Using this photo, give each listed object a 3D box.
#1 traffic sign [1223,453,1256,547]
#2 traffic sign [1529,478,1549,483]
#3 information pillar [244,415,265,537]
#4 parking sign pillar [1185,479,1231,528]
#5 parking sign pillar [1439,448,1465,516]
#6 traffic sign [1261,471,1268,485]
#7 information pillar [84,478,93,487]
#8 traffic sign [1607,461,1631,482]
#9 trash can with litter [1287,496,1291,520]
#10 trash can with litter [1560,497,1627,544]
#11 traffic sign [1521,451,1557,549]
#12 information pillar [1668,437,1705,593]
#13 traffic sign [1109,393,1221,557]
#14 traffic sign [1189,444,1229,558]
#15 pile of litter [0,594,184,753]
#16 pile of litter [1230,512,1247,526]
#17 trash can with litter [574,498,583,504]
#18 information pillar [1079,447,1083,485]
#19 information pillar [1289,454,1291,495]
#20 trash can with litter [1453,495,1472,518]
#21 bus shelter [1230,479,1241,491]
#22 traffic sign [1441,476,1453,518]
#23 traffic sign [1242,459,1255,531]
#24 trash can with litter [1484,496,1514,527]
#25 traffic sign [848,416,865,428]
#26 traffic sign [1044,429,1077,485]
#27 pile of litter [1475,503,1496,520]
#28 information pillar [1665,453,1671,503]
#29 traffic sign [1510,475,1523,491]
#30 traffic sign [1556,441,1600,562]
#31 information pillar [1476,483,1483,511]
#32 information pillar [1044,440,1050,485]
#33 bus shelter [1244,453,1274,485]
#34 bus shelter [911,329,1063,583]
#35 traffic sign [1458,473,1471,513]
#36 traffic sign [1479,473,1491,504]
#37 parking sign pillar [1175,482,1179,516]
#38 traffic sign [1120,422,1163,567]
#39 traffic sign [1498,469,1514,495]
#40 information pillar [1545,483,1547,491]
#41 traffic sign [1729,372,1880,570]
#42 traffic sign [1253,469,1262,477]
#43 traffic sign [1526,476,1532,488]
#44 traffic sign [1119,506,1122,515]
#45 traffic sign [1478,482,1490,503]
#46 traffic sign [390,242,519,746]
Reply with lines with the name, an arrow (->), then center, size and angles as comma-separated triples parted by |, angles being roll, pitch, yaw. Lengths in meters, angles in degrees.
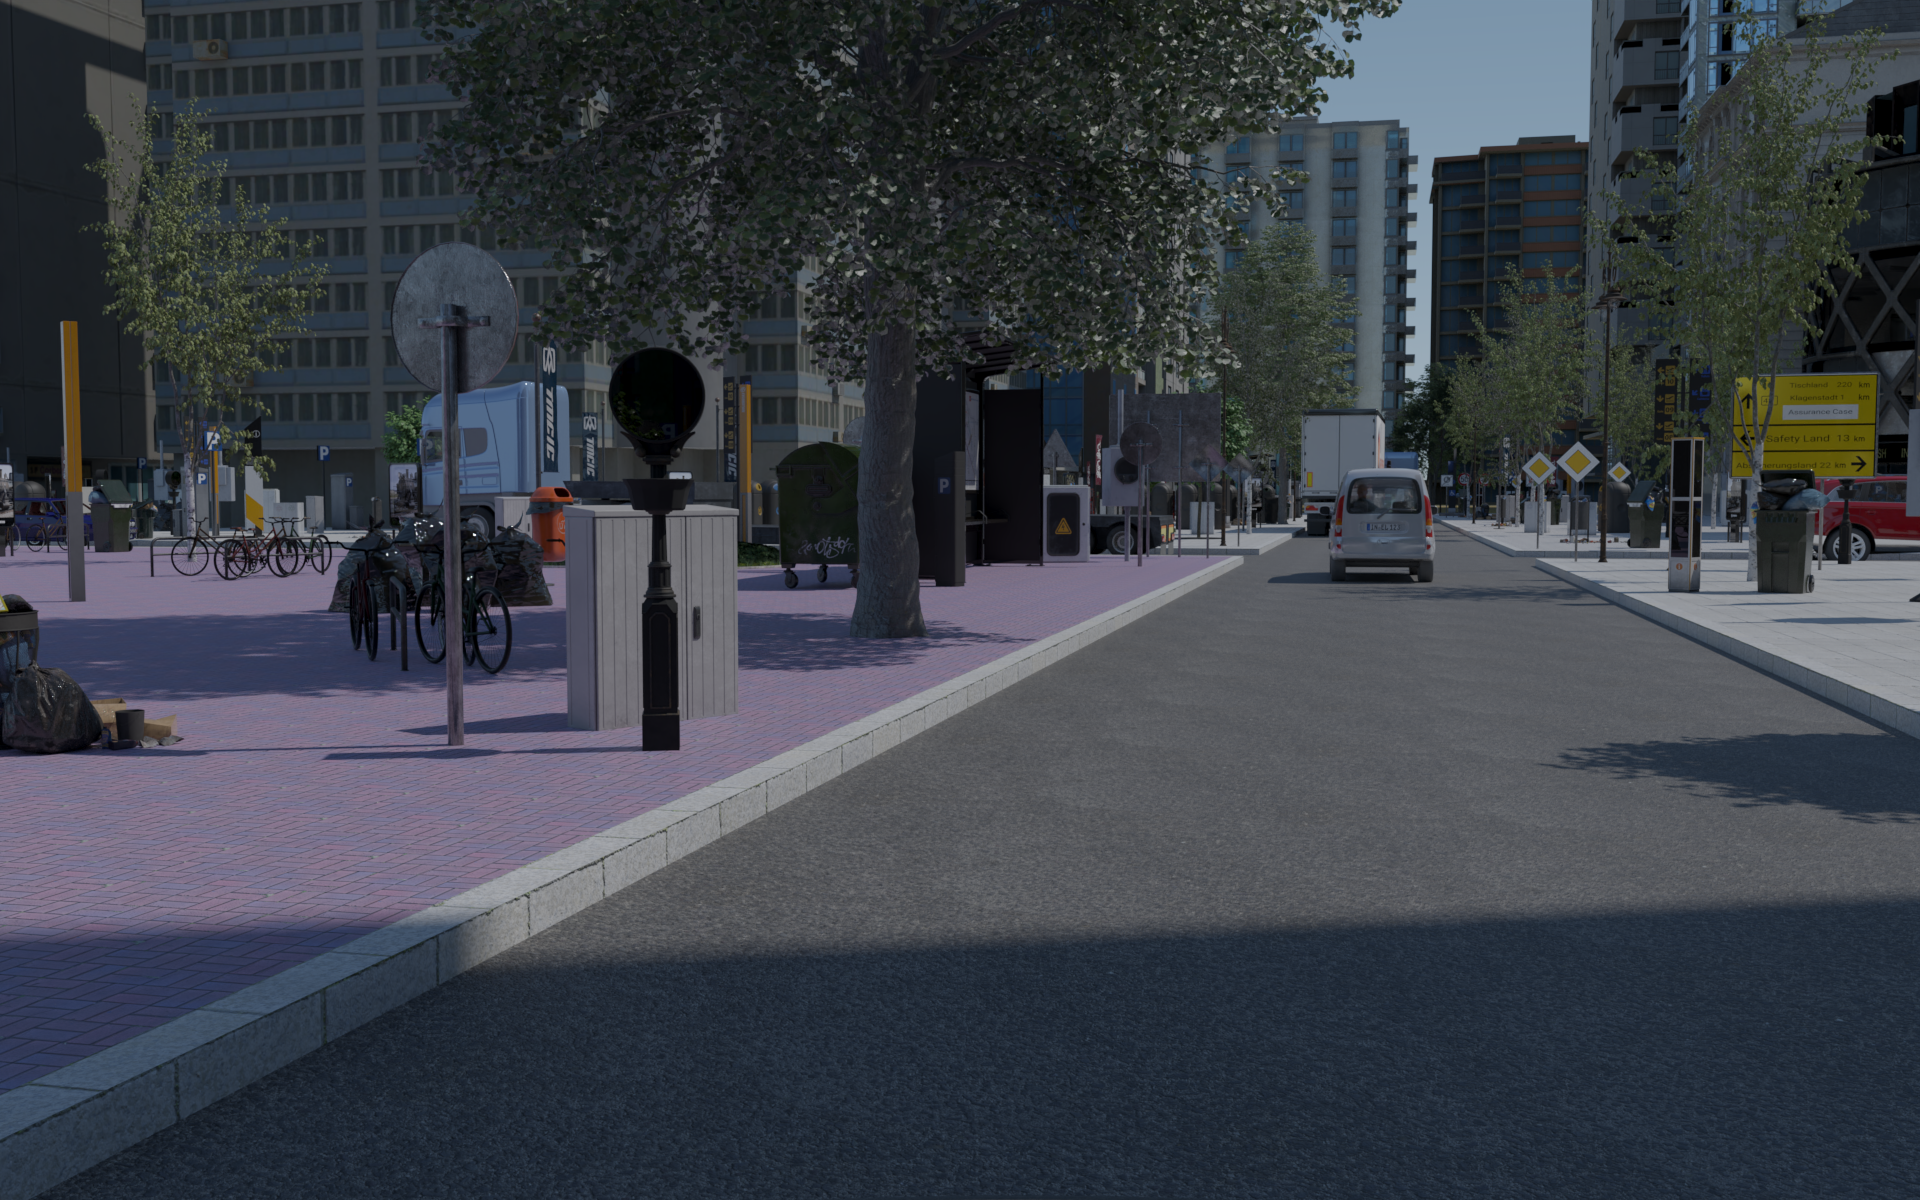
traffic sign -> 6.800, -2.359, 42.205 | 0.795, 2.450, 0.064 | 1, 4, 13
traffic sign -> 26.568, -4.863, 79.508 | 0.884, 2.594, 0.081 | 1, 4, 15
information pillar -> -20.967, -3.676, 51.459 | 0.504, 3.616, 0.183 | -2, 4, -30
parking sign pillar -> 9.460, -4.682, 65.022 | 1.447, 3.967, 1.447 | 2, 4, 25
parking sign pillar -> 28.846, -6.912, 101.480 | 1.447, 3.967, 1.447 | 1, 4, 15
traffic sign -> 16.883, -5.931, 97.081 | 0.768, 2.556, 0.104 | 1, 4, 16
information pillar -> -40.069, -4.597, 79.652 | 0.304, 2.012, 0.304 | -3, 5, -39
traffic sign -> 23.331, -3.679, 61.343 | 0.795, 2.450, 0.064 | 1, 4, 22
trash can with litter -> 15.961, -4.586, 86.365 | 1.055, 1.170, 0.624 | 0, 4, 1
trash can with litter -> 16.717, -2.110, 45.561 | 2.233, 1.210, 1.678 | -1, 4, -10
traffic sign -> 13.548, -2.259, 40.570 | 0.795, 2.450, 0.064 | 1, 4, 13
information pillar -> 9.477, -1.108, 22.613 | 0.304, 2.012, 0.304 | -3, 5, -42
traffic sign -> 4.135, -2.521, 35.097 | 2.265, 3.308, 0.079 | 1, 4, 15
traffic sign -> 4.935, -1.884, 34.440 | 0.795, 2.450, 0.064 | 1, 4, 13
pile of litter -> -4.887, 0.302, 9.021 | 1.719, 0.858, 1.176 | 2, 4, 27
pile of litter -> 11.494, -3.478, 70.830 | 1.176, 0.858, 1.719 | 2, 4, 29
trash can with litter -> -12.667, -2.928, 58.935 | 2.233, 1.210, 1.678 | -3, 5, -42
information pillar -> 6.088, -5.866, 87.262 | 0.183, 3.616, 0.504 | -1, 4, -14
information pillar -> 18.601, -6.502, 97.666 | 0.183, 3.616, 0.504 | 1, 4, 14
trash can with litter -> 28.042, -5.163, 95.468 | 1.678, 1.210, 2.233 | 1, 4, 22
bus shelter -> 12.732, -5.745, 85.212 | 1.731, 3.624, 6.357 | 1, 4, 14
traffic sign -> 26.261, -5.586, 93.458 | 0.606, 2.300, 0.079 | 1, 4, 14
traffic sign -> 9.761, -3.638, 59.588 | 0.768, 2.556, 0.104 | 1, 4, 15
trash can with litter -> 21.812, -3.553, 69.151 | 1.678, 1.210, 2.233 | 1, 4, 23
traffic sign -> -1.587, -1.729, 28.380 | 0.768, 2.556, 0.104 | 1, 4, 22
traffic sign -> 1.895, -2.119, 34.649 | 0.884, 2.594, 0.081 | 1, 4, 20
pile of litter -> 26.451, -4.446, 86.661 | 1.719, 0.858, 1.176 | 0, 4, -2
information pillar -> 36.004, -5.913, 88.039 | 0.183, 3.616, 0.504 | 0, 4, 3
traffic sign -> 33.553, -6.326, 104.613 | 0.795, 2.450, 0.064 | 1, 4, 20
traffic sign -> 11.684, -1.784, 32.805 | 0.795, 2.450, 0.064 | 1, 4, 13
information pillar -> 33.212, -6.500, 110.761 | 0.304, 2.012, 0.304 | -2, 4, -24
information pillar -> 3.671, -5.060, 74.086 | 0.183, 3.616, 0.504 | 2, 4, 35
bus shelter -> 17.613, -6.838, 103.079 | 1.731, 3.624, 6.357 | 1, 4, 14
bus shelter -> 0.291, -2.239, 27.893 | 1.731, 3.624, 6.357 | 1, 4, 14
traffic sign -> 30.295, -6.358, 104.064 | 0.768, 2.556, 0.104 | 1, 4, 21
traffic sign -> 32.384, -6.531, 106.883 | 0.768, 2.556, 0.104 | 1, 4, 21
parking sign pillar -> 13.256, -6.929, 101.762 | 1.447, 3.967, 1.447 | -1, 4, -16
traffic sign -> 3.184, -1.865, 30.591 | 0.768, 2.556, 0.104 | 1, 4, 16
traffic sign -> 25.930, -5.030, 82.339 | 0.768, 2.556, 0.104 | 1, 4, 20
information pillar -> 30.750, -5.257, 90.440 | 0.304, 2.012, 0.304 | 0, 4, 4
traffic sign -> 14.193, -2.161, 29.201 | 2.265, 3.308, 0.079 | 1, 4, 17
traffic sign -> 14.895, -5.348, 87.550 | 0.768, 2.556, 0.104 | 1, 4, 23
traffic sign -> 31.553, -5.717, 95.595 | 0.606, 2.300, 0.079 | 1, 4, 20
traffic sign -> 4.266, -2.808, 46.023 | 0.768, 2.556, 0.104 | 1, 4, 18
traffic sign -> 33.630, -6.809, 111.335 | 0.884, 2.594, 0.081 | 1, 4, 20
traffic sign -> -2.579, -0.531, 8.782 | 0.768, 2.556, 0.104 | 1, 4, 20
